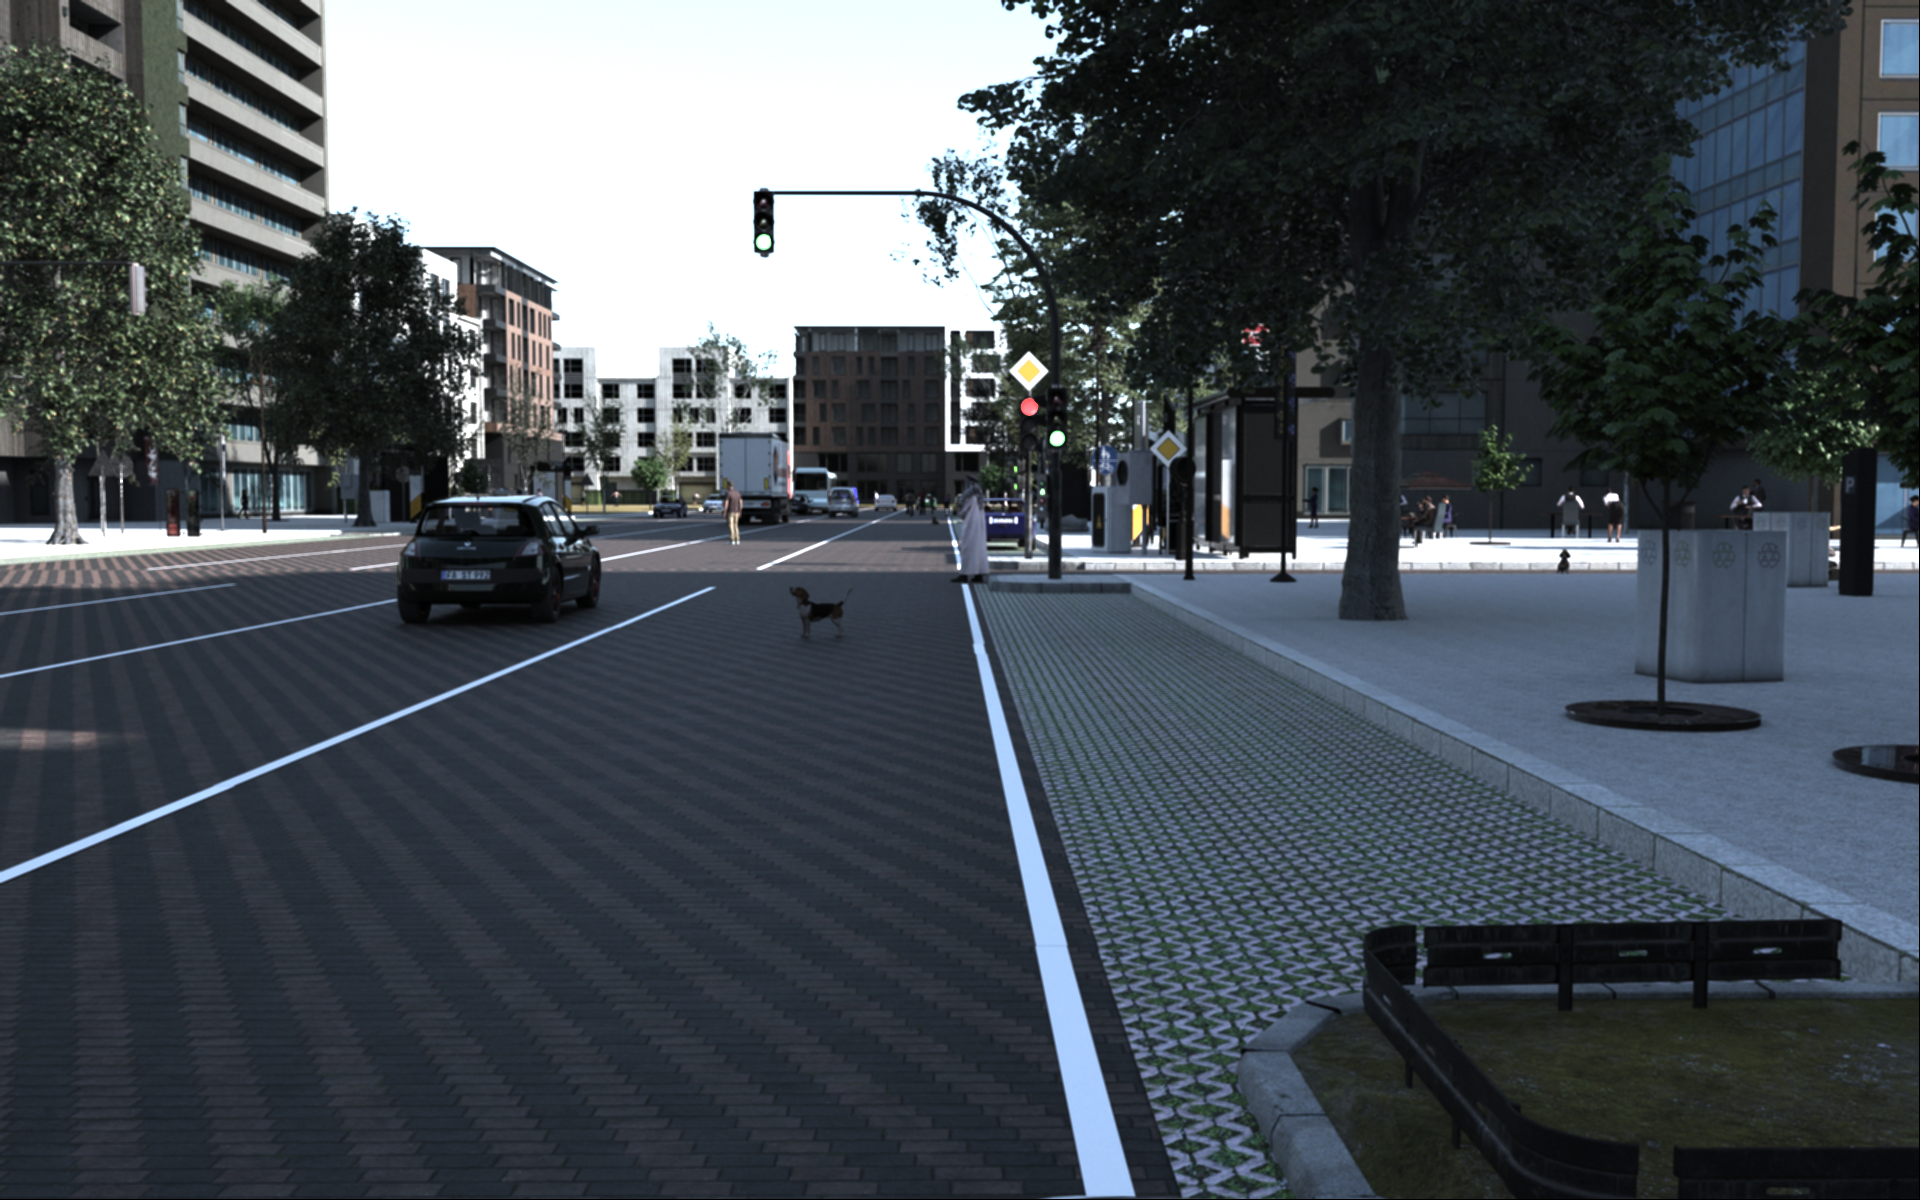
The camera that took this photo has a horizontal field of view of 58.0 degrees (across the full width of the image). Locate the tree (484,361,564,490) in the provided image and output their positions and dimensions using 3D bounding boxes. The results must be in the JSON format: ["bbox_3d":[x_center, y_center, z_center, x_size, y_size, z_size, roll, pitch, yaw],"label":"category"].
[{"bbox_3d":[-23.997,-8.890,95.717,4.360,8.622,3.978,0,3,0],"label":"tree"}]

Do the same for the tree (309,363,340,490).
[{"bbox_3d":[-35.129,-9.029,97.992,4.737,8.622,4.395,0,3,0],"label":"tree"}]

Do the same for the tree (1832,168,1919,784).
[{"bbox_3d":[4.622,-0.805,7.769,1.663,3.219,1.824,0,3,0],"label":"tree"}]

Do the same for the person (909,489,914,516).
[{"bbox_3d":[-3.212,-6.328,112.682,0.721,1.735,1.217,-1,4,-9],"label":"person"}]

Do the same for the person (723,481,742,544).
[{"bbox_3d":[-6.535,-2.508,49.633,0.598,1.807,0.434,-2,4,-34],"label":"person"}]

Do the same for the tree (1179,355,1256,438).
[{"bbox_3d":[13.509,-8.427,88.136,4.737,8.622,4.395,0,3,0],"label":"tree"}]

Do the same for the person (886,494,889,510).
[{"bbox_3d":[-6.526,-8.827,156.076,0.557,1.426,1.065,-1,4,-10],"label":"person"}]

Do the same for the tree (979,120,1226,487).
[{"bbox_3d":[4.389,-8.210,52.358,7.486,12.596,7.792,0,3,0],"label":"tree"}]

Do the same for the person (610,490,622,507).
[{"bbox_3d":[-34.286,-10.147,172.657,1.217,1.736,0.721,-1,4,-23],"label":"person"}]

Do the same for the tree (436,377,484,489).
[{"bbox_3d":[-31.514,-9.582,107.033,4.360,8.622,3.978,0,3,0],"label":"tree"}]

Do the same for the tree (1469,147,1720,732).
[{"bbox_3d":[3.907,-0.933,9.860,1.663,3.219,1.824,0,3,0],"label":"tree"}]

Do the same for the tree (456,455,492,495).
[{"bbox_3d":[-23.366,-5.378,82.526,1.663,3.219,1.824,0,3,0],"label":"tree"}]

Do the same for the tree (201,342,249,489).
[{"bbox_3d":[-33.218,-7.608,74.760,4.360,8.622,3.978,0,3,0],"label":"tree"}]

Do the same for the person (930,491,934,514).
[{"bbox_3d":[-2.069,-6.995,124.331,0.415,1.643,0.593,-1,4,-22],"label":"person"}]

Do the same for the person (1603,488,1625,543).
[{"bbox_3d":[17.293,-2.241,45.877,0.628,1.438,0.799,-2,4,-32],"label":"person"}]

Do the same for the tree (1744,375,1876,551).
[{"bbox_3d":[19.607,-3.420,39.625,4.285,4.588,4.351,0,3,0],"label":"tree"}]

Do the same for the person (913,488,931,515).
[{"bbox_3d":[-2.576,-6.735,118.557,1.348,1.831,0.705,1,4,16],"label":"person"}]

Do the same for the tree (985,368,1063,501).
[{"bbox_3d":[3.518,-8.554,90.225,4.737,8.622,4.395,0,3,0],"label":"tree"}]

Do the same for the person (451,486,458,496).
[{"bbox_3d":[-26.435,-5.124,90.645,0.431,1.722,0.655,-1,4,-14],"label":"person"}]

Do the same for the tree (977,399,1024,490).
[{"bbox_3d":[3.324,-11.090,131.681,4.360,8.622,3.978,0,3,0],"label":"tree"}]

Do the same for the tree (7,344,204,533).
[{"bbox_3d":[-28.367,-6.559,57.598,4.360,8.622,3.978,0,3,0],"label":"tree"}]

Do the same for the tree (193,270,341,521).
[{"bbox_3d":[-32.528,-9.535,81.660,9.928,11.665,9.643,0,3,0],"label":"tree"}]

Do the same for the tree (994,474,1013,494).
[{"bbox_3d":[3.426,-9.172,144.559,1.663,3.219,1.824,0,3,0],"label":"tree"}]

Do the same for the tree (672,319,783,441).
[{"bbox_3d":[-24.957,-20.238,186.776,12.611,20.169,13.585,0,3,0],"label":"tree"}]

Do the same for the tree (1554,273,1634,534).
[{"bbox_3d":[21.222,-6.428,55.454,4.737,8.622,4.395,0,3,0],"label":"tree"}]

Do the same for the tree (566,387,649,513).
[{"bbox_3d":[-24.587,-10.281,118.459,4.737,8.622,4.395,0,3,0],"label":"tree"}]

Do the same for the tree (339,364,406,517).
[{"bbox_3d":[-30.662,-8.805,94.322,4.737,8.622,4.395,0,3,0],"label":"tree"}]

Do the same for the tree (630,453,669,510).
[{"bbox_3d":[-24.638,-9.422,137.765,4.285,4.588,4.351,0,3,0],"label":"tree"}]

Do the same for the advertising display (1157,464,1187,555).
[{"bbox_3d":[4.542,-1.940,36.933,0.123,1.923,0.974,3,5,44],"label":"advertising display"}]

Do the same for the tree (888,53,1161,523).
[{"bbox_3d":[3.264,-13.465,76.046,12.611,20.169,13.585,0,3,0],"label":"tree"}]

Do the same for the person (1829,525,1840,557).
[{"bbox_3d":[17.668,-1.303,35.271,0.695,0.859,0.347,-2,4,-23],"label":"person"}]

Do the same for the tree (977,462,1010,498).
[{"bbox_3d":[3.179,-11.189,166.653,4.285,4.588,4.351,0,3,0],"label":"tree"}]

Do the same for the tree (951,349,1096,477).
[{"bbox_3d":[3.713,-10.287,102.608,8.767,10.594,7.601,0,4,-7],"label":"tree"}]

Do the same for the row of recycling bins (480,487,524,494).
[{"bbox_3d":[-25.554,-5.482,96.737,1.069,1.692,3.534,1,4,22],"label":"row of recycling bins"}]

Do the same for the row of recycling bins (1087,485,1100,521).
[{"bbox_3d":[5.826,-4.596,82.256,1.069,1.692,3.534,3,5,41],"label":"row of recycling bins"}]

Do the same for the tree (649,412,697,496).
[{"bbox_3d":[-25.099,-12.374,152.680,4.737,8.622,4.395,0,3,0],"label":"tree"}]

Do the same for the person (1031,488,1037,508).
[{"bbox_3d":[6.714,-9.386,159.497,1.348,1.826,0.705,3,5,45],"label":"person"}]

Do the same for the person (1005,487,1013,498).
[{"bbox_3d":[3.986,-8.161,139.565,0.705,1.812,1.348,2,4,30],"label":"person"}]

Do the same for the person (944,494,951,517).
[{"bbox_3d":[-0.775,-5.898,108.163,0.421,1.427,0.697,-1,4,-16],"label":"person"}]

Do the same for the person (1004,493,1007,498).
[{"bbox_3d":[4.718,-10.807,183.413,0.621,1.740,0.551,-3,5,-45],"label":"person"}]

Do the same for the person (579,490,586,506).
[{"bbox_3d":[-40.302,-10.920,185.375,1.217,1.735,0.721,2,4,30],"label":"person"}]

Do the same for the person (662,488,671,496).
[{"bbox_3d":[-27.413,-9.548,161.782,0.705,1.869,1.348,2,4,35],"label":"person"}]

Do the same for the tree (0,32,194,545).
[{"bbox_3d":[-22.802,-7.744,43.625,9.611,12.733,9.660,0,3,0],"label":"tree"}]

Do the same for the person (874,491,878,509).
[{"bbox_3d":[-8.231,-9.745,168.775,0.436,1.711,0.756,1,4,19],"label":"person"}]

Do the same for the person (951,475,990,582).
[{"bbox_3d":[0.182,-1.169,28.289,0.621,1.740,0.551,1,4,12],"label":"person"}]

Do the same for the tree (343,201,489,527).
[{"bbox_3d":[-23.456,-9.236,68.016,9.611,12.733,9.660,0,3,0],"label":"tree"}]

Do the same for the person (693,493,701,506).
[{"bbox_3d":[-27.859,-10.631,183.041,0.628,1.438,0.799,2,4,35],"label":"person"}]

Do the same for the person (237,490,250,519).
[{"bbox_3d":[-37.072,-4.954,89.581,0.480,1.512,0.613,2,4,32],"label":"person"}]

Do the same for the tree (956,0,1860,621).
[{"bbox_3d":[4.190,-6.782,17.545,9.857,13.997,8.962,0,3,0],"label":"tree"}]

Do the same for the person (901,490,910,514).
[{"bbox_3d":[-3.793,-7.039,124.294,0.721,1.736,1.217,-3,5,-42],"label":"person"}]
